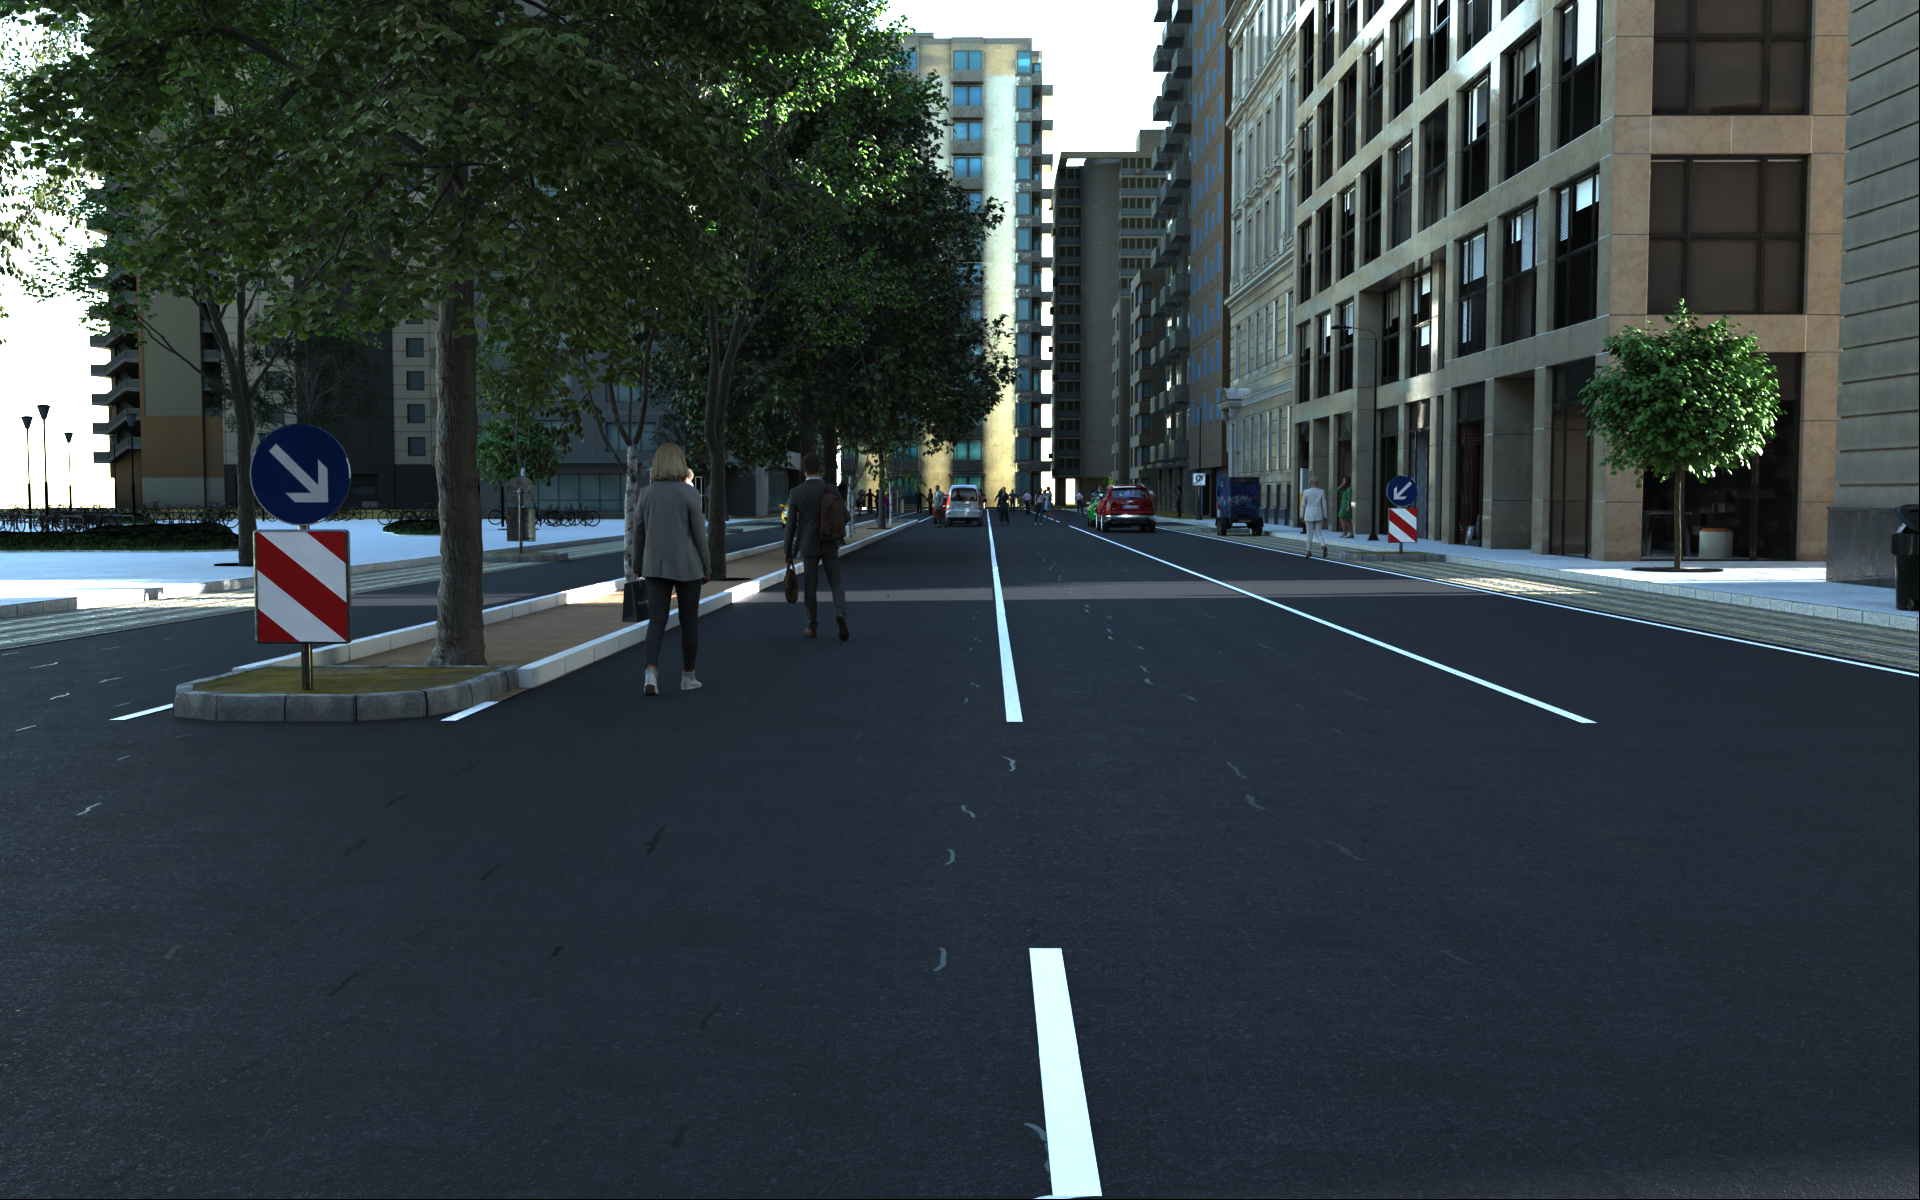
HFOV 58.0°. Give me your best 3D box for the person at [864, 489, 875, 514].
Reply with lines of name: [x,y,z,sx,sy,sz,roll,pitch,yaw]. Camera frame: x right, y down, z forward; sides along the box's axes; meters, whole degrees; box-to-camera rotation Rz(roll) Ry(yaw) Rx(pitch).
person: [-6.438,-7.087,124.332,1.348,1.831,0.705,1,4,23]

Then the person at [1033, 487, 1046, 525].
person: [3.620,-4.303,79.440,0.593,1.750,0.643,0,4,0]

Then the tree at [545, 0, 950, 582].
tree: [-3.935,-6.113,28.154,9.928,11.665,9.643,0,3,0]

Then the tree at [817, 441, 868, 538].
tree: [-3.608,-6.335,56.404,4.360,8.622,3.978,0,3,0]

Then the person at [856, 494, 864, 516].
person: [-6.504,-6.215,113.351,0.421,1.427,0.697,-3,4,-39]

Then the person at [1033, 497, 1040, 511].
person: [6.561,-8.367,146.087,0.721,1.735,1.217,3,5,41]

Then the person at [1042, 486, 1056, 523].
person: [4.458,-4.744,86.163,0.778,1.811,0.616,2,4,32]

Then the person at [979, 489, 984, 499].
person: [1.472,-7.462,130.520,0.705,1.822,1.348,-3,4,-36]

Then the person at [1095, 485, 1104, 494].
person: [7.039,-4.845,87.082,0.474,1.900,0.648,1,4,23]

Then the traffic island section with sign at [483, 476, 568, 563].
traffic island section with sign: [-9.466,-1.732,36.952,1.989,1.847,2.006,0,4,1]

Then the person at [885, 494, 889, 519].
person: [-4.055,-5.219,97.046,0.599,1.433,0.991,3,5,41]

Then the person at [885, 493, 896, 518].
person: [-3.895,-5.475,98.694,1.217,1.739,0.721,3,5,43]

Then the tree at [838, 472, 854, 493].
tree: [-10.130,-9.742,153.876,1.663,3.219,1.824,0,3,0]

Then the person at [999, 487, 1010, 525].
person: [2.058,-4.414,81.097,0.576,1.772,0.534,2,4,25]

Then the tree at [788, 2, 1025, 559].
tree: [-3.346,-7.248,37.965,9.611,12.733,9.660,0,3,0]

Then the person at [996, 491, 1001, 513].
person: [3.061,-7.625,134.113,0.436,1.711,0.756,-1,4,-22]

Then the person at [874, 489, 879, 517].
person: [-5.270,-6.106,109.048,0.721,1.735,1.217,-1,4,-11]

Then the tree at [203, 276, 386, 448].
tree: [-28.812,-8.606,75.125,8.767,10.594,7.601,0,4,-2]

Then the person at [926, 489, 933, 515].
person: [-2.053,-6.727,118.577,0.705,1.812,1.348,-1,4,-17]

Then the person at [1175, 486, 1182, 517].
person: [12.046,-5.450,95.837,0.721,1.739,1.217,1,4,15]

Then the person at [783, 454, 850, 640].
person: [-1.411,-0.530,17.129,0.622,1.834,0.822,-1,4,-18]

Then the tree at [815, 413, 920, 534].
tree: [-3.797,-6.644,61.449,4.737,8.622,4.395,0,3,0]

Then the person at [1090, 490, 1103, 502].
person: [8.177,-5.604,100.138,1.348,1.822,0.705,0,4,8]

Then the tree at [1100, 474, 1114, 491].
tree: [13.994,-10.399,164.622,1.663,3.219,1.824,0,3,0]

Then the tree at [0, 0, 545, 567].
tree: [-12.844,-6.418,30.688,9.928,11.665,9.643,0,3,0]

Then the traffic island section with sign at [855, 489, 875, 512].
traffic island section with sign: [-7.944,-8.096,140.993,1.989,1.847,2.006,0,4,1]

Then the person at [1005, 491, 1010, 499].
person: [4.094,-9.182,158.713,1.348,1.812,0.705,-3,5,-43]

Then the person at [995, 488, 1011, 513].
person: [2.779,-6.479,114.562,1.348,1.807,0.705,3,5,40]

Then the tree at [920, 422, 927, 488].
tree: [-3.103,-7.678,78.355,4.737,8.622,4.395,0,3,0]

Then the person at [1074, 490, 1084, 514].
person: [8.762,-7.176,126.768,0.436,1.711,0.756,-3,5,-42]

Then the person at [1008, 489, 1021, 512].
person: [4.185,-7.914,137.973,1.350,1.814,0.705,0,4,-1]

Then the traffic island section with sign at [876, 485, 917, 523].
traffic island section with sign: [-3.165,-4.823,86.998,2.006,1.907,1.989,0,4,1]

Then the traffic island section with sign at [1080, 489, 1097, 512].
traffic island section with sign: [10.785,-8.116,141.329,1.989,1.847,2.006,0,4,1]

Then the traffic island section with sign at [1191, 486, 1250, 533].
traffic island section with sign: [9.654,-3.410,64.384,1.989,1.847,2.006,0,4,1]

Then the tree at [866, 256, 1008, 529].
tree: [-3.151,-9.598,69.749,12.009,13.543,11.850,0,3,0]

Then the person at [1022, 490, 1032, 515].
person: [4.540,-6.647,118.109,0.756,1.711,0.436,-1,4,-20]

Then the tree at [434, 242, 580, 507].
tree: [-12.271,-5.975,48.047,4.737,8.622,4.395,0,3,0]

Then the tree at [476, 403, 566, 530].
tree: [-15.933,-4.800,62.199,4.285,4.588,4.351,0,3,0]

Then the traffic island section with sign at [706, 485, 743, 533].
traffic island section with sign: [-9.068,-3.381,63.905,1.989,1.847,2.006,0,4,1]

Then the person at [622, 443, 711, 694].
person: [-2.163,-0.234,12.510,0.709,1.800,0.728,1,4,12]

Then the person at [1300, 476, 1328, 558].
person: [7.851,-1.829,38.285,0.514,1.842,0.818,-1,4,-16]

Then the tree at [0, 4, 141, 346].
tree: [-12.552,-4.354,21.545,4.360,8.622,3.978,0,3,0]

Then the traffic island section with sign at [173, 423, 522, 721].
traffic island section with sign: [-4.257,-0.228,11.867,2.006,1.907,1.989,0,4,1]

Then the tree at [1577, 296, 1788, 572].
tree: [12.067,-2.772,29.031,4.285,4.588,4.351,0,3,0]

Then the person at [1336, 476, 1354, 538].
person: [11.253,-2.695,50.349,0.529,1.795,0.600,-1,4,-15]

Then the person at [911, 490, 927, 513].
person: [-3.055,-7.411,129.693,1.348,1.821,0.705,1,4,21]

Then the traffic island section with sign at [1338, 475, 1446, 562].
traffic island section with sign: [9.266,-1.762,37.431,1.989,1.847,2.006,0,4,1]

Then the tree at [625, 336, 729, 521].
tree: [-11.351,-9.054,82.444,8.767,10.594,7.601,-3,5,-40]

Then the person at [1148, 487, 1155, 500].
person: [12.144,-6.354,110.866,0.756,1.711,0.436,-1,4,-23]

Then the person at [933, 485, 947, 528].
person: [-0.914,-3.990,73.857,0.709,1.813,0.853,3,5,40]

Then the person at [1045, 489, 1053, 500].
person: [6.925,-8.032,139.831,1.348,1.822,0.705,3,5,43]

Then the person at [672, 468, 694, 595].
person: [-3.937,-0.973,24.585,0.473,1.802,0.592,1,4,11]

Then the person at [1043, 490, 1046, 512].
person: [6.808,-7.832,137.072,0.721,1.766,1.217,2,4,27]
